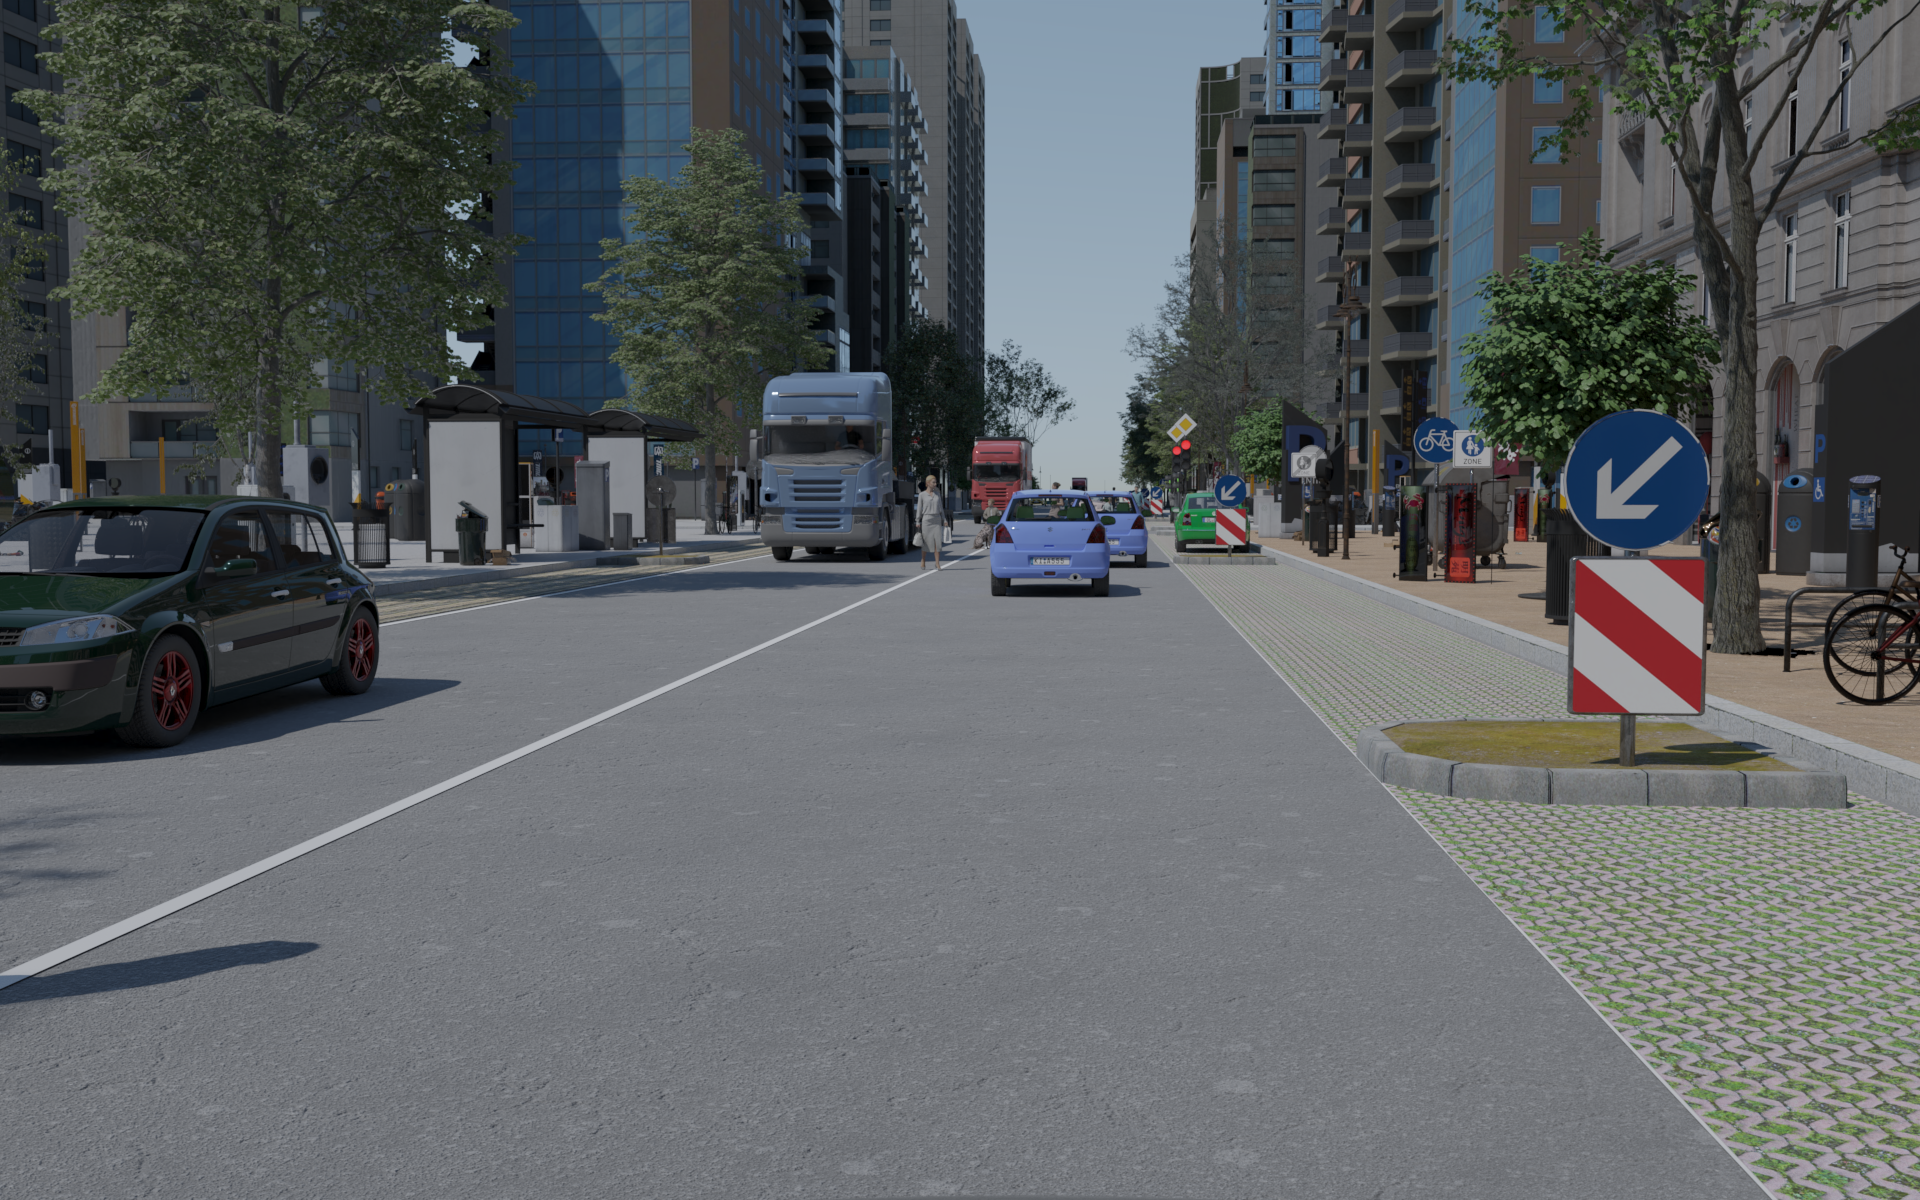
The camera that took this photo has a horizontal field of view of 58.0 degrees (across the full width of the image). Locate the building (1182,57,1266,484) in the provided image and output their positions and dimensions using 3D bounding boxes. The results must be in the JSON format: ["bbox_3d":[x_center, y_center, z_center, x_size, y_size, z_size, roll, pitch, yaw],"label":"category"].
[{"bbox_3d":[47.560,-52.023,288.829,20.563,71.187,20.611,0,4,5],"label":"building"}]

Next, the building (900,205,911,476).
[{"bbox_3d":[-12.518,-24.172,166.919,14.160,30.474,14.107,0,4,5],"label":"building"}]

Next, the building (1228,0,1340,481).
[{"bbox_3d":[39.891,-52.893,177.477,22.319,86.520,31.000,0,4,5],"label":"building"}]

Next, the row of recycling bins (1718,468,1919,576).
[{"bbox_3d":[13.552,-1.216,26.993,1.069,1.692,3.534,-3,4,-38],"label":"row of recycling bins"}]

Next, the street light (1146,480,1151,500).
[{"bbox_3d":[23.561,-15.044,218.758,0.468,5.910,1.993,0,4,5],"label":"street light"}]

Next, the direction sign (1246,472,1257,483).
[{"bbox_3d":[21.216,-8.208,126.204,0.876,3.537,0.379,2,4,25],"label":"direction sign"}]

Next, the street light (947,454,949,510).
[{"bbox_3d":[-0.841,-9.086,121.347,0.468,5.910,1.993,0,4,5],"label":"street light"}]

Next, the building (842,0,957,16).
[{"bbox_3d":[-8.815,-49.437,246.541,20.563,71.187,20.611,0,4,5],"label":"building"}]

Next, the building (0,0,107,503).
[{"bbox_3d":[-59.064,-39.806,89.082,20.611,71.187,20.563,0,4,5],"label":"building"}]

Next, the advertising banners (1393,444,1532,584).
[{"bbox_3d":[7.181,-1.755,24.878,2.074,3.025,0.090,3,5,44],"label":"advertising banners"}]

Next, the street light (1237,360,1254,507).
[{"bbox_3d":[9.821,-5.312,59.647,0.468,5.910,1.993,0,4,5],"label":"street light"}]

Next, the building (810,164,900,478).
[{"bbox_3d":[-13.457,-23.313,152.866,14.160,30.474,14.107,0,4,5],"label":"building"}]

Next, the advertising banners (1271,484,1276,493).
[{"bbox_3d":[17.007,-6.066,95.371,0.090,3.025,2.074,3,5,43],"label":"advertising banners"}]

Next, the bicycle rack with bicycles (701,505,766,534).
[{"bbox_3d":[-7.205,-2.632,56.414,2.852,0.926,2.925,0,4,0],"label":"bicycle rack with bicycles"}]

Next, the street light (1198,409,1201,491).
[{"bbox_3d":[12.529,-7.216,90.771,0.468,5.910,1.993,0,4,5],"label":"street light"}]

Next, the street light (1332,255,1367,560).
[{"bbox_3d":[7.556,-3.728,33.734,0.468,5.910,1.993,0,4,5],"label":"street light"}]

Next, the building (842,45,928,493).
[{"bbox_3d":[-15.408,-34.845,189.326,23.786,49.044,30.456,0,4,5],"label":"building"}]

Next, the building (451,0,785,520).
[{"bbox_3d":[-17.549,-27.045,92.298,14.600,45.320,14.200,0,4,5],"label":"building"}]

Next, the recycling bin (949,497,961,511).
[{"bbox_3d":[-0.372,-7.073,128.204,0.722,1.027,0.722,3,4,38],"label":"recycling bin"}]

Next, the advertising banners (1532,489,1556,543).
[{"bbox_3d":[15.042,-3.064,46.279,0.090,3.025,2.074,-2,4,-32],"label":"advertising banners"}]

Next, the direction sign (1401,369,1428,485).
[{"bbox_3d":[8.304,-2.430,31.729,0.379,3.537,0.876,3,5,44],"label":"direction sign"}]

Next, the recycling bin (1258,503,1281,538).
[{"bbox_3d":[9.192,-2.348,50.949,0.722,1.027,0.722,1,4,19],"label":"recycling bin"}]

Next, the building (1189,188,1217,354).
[{"bbox_3d":[46.738,-39.434,268.447,21.300,48.544,21.600,0,4,5],"label":"building"}]

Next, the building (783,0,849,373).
[{"bbox_3d":[-19.300,-49.491,121.845,22.319,86.520,31.000,0,4,5],"label":"building"}]

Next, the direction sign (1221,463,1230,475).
[{"bbox_3d":[19.068,-8.099,124.417,0.379,3.537,0.876,-3,5,-40],"label":"direction sign"}]

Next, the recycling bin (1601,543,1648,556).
[{"bbox_3d":[13.626,-1.408,35.571,0.722,1.027,0.722,-2,4,-25],"label":"recycling bin"}]

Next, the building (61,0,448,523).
[{"bbox_3d":[-34.182,-24.459,83.493,14.086,41.232,14.154,0,4,5],"label":"building"}]

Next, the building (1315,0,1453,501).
[{"bbox_3d":[33.174,-27.437,103.224,22.147,44.769,28.867,0,4,5],"label":"building"}]

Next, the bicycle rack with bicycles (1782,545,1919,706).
[{"bbox_3d":[6.843,0.127,11.311,2.925,0.926,2.852,1,4,9],"label":"bicycle rack with bicycles"}]

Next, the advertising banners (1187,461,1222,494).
[{"bbox_3d":[13.043,-5.893,92.535,2.074,3.025,0.090,-1,4,-19],"label":"advertising banners"}]

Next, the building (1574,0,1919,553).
[{"bbox_3d":[23.563,-12.032,38.516,13.314,21.916,24.055,0,4,5],"label":"building"}]

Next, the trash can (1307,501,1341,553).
[{"bbox_3d":[7.890,-1.585,37.575,0.748,1.137,0.748,0,3,0],"label":"trash can"}]

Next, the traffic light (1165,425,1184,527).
[{"bbox_3d":[8.494,-4.845,68.140,0.839,4.253,0.868,0,4,5],"label":"traffic light"}]

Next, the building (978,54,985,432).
[{"bbox_3d":[-6.234,-50.686,266.968,20.563,71.187,20.611,0,4,5],"label":"building"}]

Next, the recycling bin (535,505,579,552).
[{"bbox_3d":[-8.985,-1.594,38.622,0.722,1.027,0.722,1,4,19],"label":"recycling bin"}]

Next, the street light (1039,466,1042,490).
[{"bbox_3d":[13.117,-18.962,282.818,0.468,5.910,1.993,0,4,5],"label":"street light"}]

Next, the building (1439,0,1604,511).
[{"bbox_3d":[30.684,-26.231,78.987,14.200,45.320,14.600,0,4,5],"label":"building"}]

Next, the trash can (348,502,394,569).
[{"bbox_3d":[-10.168,-1.118,29.928,0.748,1.137,0.748,0,3,0],"label":"trash can"}]

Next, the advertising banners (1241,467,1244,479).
[{"bbox_3d":[17.929,-7.042,111.321,0.090,3.025,2.074,2,4,28],"label":"advertising banners"}]

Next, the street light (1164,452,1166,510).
[{"bbox_3d":[16.883,-10.380,142.492,0.468,5.910,1.993,0,4,5],"label":"street light"}]

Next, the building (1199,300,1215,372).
[{"bbox_3d":[41.592,-29.307,250.872,14.160,30.474,14.107,0,4,5],"label":"building"}]

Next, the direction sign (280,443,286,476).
[{"bbox_3d":[-30.187,-5.172,76.556,0.876,3.537,0.379,-3,5,-43],"label":"direction sign"}]

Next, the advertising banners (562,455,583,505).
[{"bbox_3d":[-17.970,-5.061,78.935,2.074,3.025,0.090,2,4,27],"label":"advertising banners"}]

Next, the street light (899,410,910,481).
[{"bbox_3d":[-3.062,-7.517,95.688,0.468,5.910,1.993,0,4,5],"label":"street light"}]

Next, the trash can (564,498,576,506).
[{"bbox_3d":[-15.566,-3.546,69.629,0.748,1.137,0.748,0,3,0],"label":"trash can"}]

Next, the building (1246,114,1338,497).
[{"bbox_3d":[29.206,-22.197,134.620,14.160,30.474,14.107,0,4,5],"label":"building"}]

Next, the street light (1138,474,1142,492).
[{"bbox_3d":[28.422,-18.542,275.942,0.468,5.910,1.993,0,4,5],"label":"street light"}]

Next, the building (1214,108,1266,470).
[{"bbox_3d":[37.177,-33.739,201.750,14.600,45.320,14.200,0,4,5],"label":"building"}]

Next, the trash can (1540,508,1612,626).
[{"bbox_3d":[6.074,-0.327,17.008,0.748,1.137,0.748,0,3,0],"label":"trash can"}]

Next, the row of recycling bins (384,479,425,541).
[{"bbox_3d":[-15.503,-2.546,48.735,1.069,1.692,3.534,-2,4,-25],"label":"row of recycling bins"}]
